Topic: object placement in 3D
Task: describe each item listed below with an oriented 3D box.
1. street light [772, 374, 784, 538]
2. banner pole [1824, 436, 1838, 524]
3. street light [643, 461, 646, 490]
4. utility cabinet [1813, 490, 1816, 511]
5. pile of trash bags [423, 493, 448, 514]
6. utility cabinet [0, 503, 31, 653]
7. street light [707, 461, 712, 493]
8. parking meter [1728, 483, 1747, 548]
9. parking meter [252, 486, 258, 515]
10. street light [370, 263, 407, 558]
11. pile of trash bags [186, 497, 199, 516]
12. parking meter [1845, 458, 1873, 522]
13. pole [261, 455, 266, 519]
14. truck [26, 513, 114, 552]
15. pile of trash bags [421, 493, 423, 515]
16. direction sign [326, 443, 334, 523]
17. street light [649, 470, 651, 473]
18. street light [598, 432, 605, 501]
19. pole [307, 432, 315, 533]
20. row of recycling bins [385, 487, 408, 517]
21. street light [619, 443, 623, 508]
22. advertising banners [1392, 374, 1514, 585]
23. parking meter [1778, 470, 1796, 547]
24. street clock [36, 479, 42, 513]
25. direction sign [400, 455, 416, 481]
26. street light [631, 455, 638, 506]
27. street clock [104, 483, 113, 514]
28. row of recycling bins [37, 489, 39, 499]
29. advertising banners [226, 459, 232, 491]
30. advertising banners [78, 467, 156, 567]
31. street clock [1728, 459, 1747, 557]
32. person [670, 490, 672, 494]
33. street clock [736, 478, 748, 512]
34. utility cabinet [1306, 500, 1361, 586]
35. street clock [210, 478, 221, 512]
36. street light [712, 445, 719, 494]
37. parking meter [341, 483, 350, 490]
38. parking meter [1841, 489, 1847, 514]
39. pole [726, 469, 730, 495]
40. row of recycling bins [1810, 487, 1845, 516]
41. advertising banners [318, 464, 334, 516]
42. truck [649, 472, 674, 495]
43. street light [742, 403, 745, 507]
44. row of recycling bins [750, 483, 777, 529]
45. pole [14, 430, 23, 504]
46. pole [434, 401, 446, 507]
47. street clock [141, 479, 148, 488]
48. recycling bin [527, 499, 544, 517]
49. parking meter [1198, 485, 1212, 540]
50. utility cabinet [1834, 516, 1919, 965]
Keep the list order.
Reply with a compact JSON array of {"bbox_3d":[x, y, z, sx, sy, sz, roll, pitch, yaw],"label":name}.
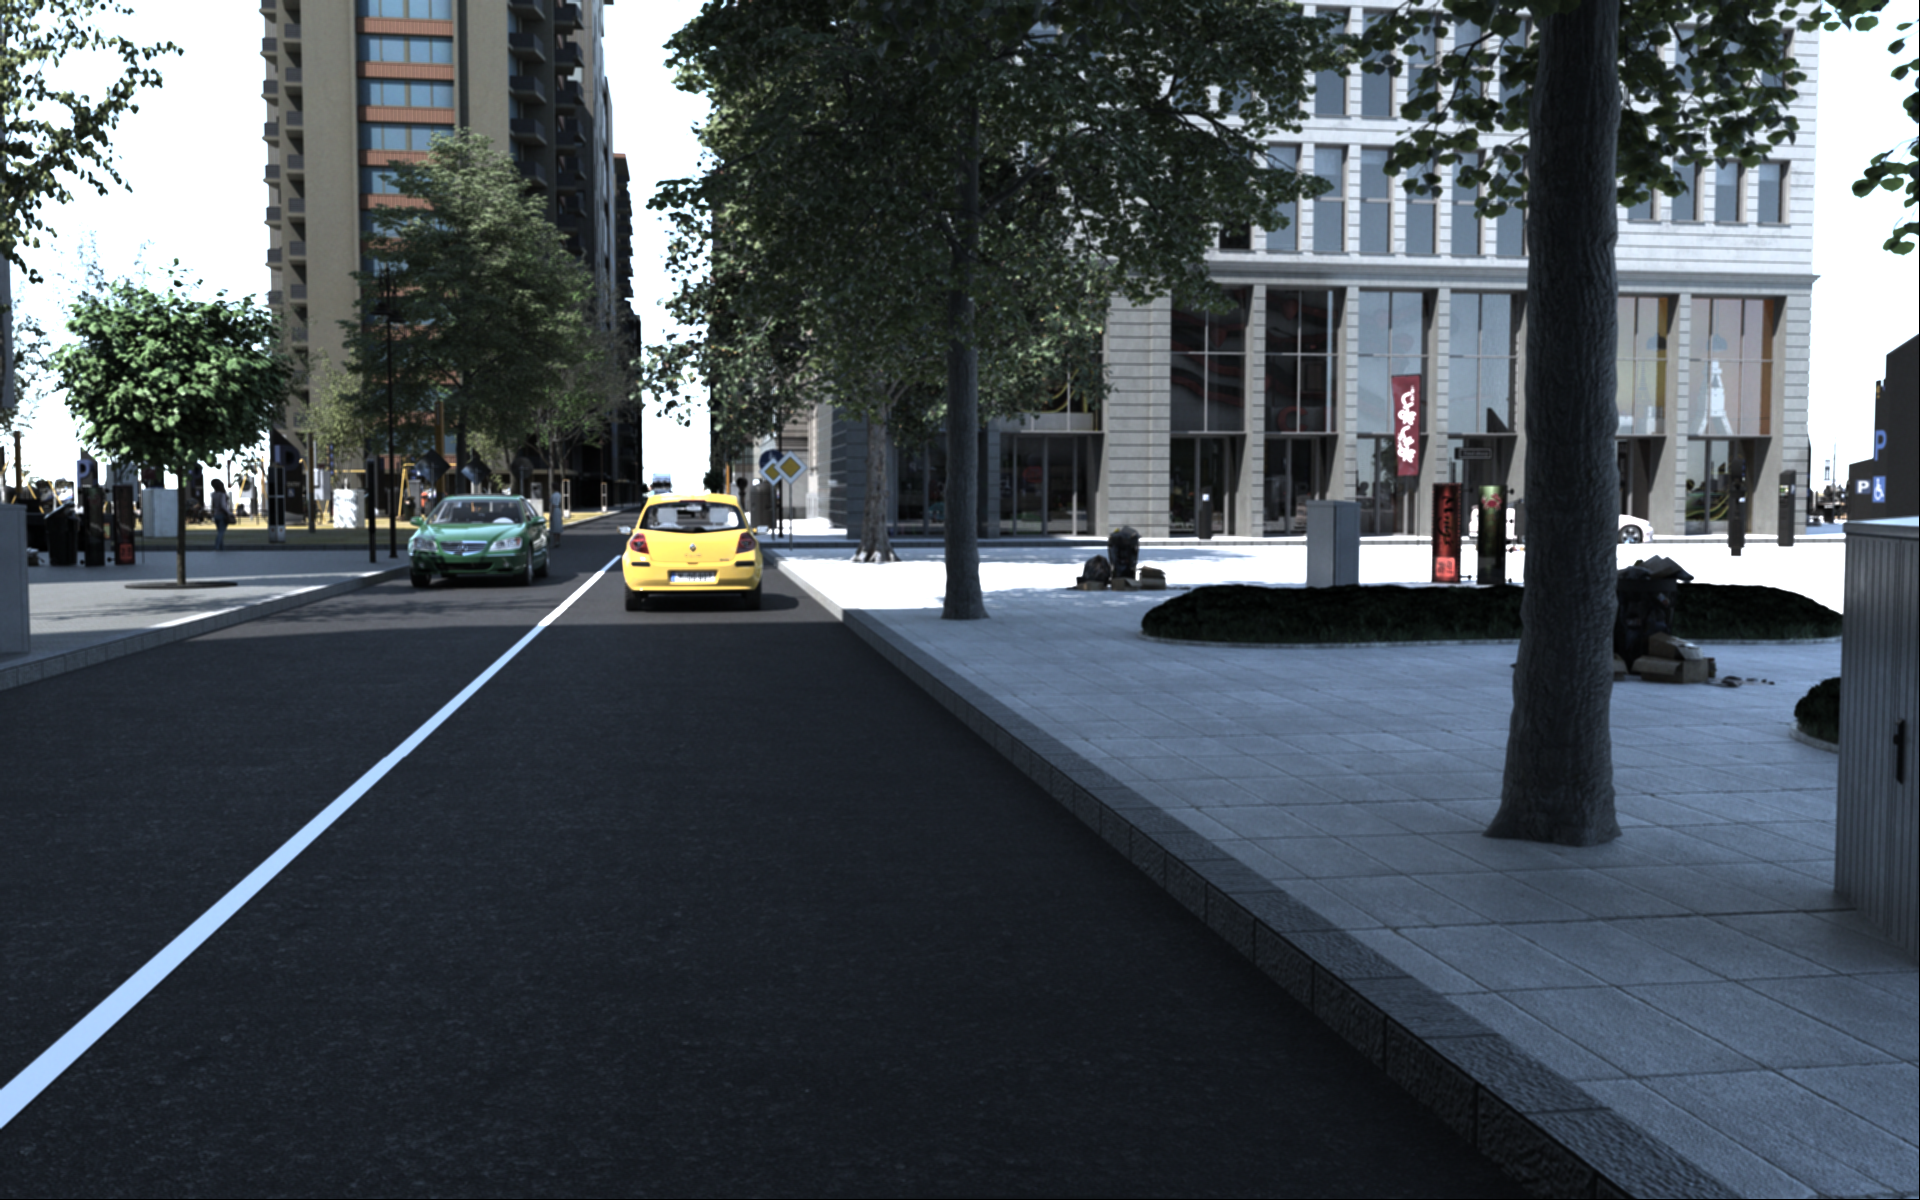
[{"bbox_3d":[-5.270,-4.770,50.782,0.468,5.910,1.993,-1,4,-9],"label":"street light"},{"bbox_3d":[38.084,-5.228,75.493,0.401,3.779,0.863,1,4,19],"label":"banner pole"},{"bbox_3d":[-43.575,-16.304,239.364,0.468,5.910,1.993,-1,4,-9],"label":"street light"},{"bbox_3d":[52.516,-5.910,105.305,0.318,1.500,1.173,-3,5,-39],"label":"utility cabinet"},{"bbox_3d":[-28.930,-5.523,100.061,1.912,1.369,3.447,1,4,22],"label":"pile of trash bags"},{"bbox_3d":[-7.954,-0.198,14.406,0.306,1.237,1.020,-2,4,-34],"label":"utility cabinet"},{"bbox_3d":[-28.085,-13.677,196.399,0.468,5.910,1.993,-1,4,-9],"label":"street light"},{"bbox_3d":[18.466,-2.003,41.162,0.372,1.533,0.369,0,3,0],"label":"parking meter"},{"bbox_3d":[-43.205,-6.136,106.034,0.399,1.863,0.255,0,4,3],"label":"parking meter"},{"bbox_3d":[-11.439,-3.792,34.792,0.468,5.910,1.993,-1,4,-9],"label":"street light"},{"bbox_3d":[-42.955,-5.161,94.130,3.447,1.369,1.912,0,4,8],"label":"pile of trash bags"},{"bbox_3d":[14.432,-1.350,27.792,0.399,1.863,0.255,1,4,15],"label":"parking meter"},{"bbox_3d":[-36.357,-5.904,90.370,0.158,3.312,0.155,0,3,0],"label":"pole"},{"bbox_3d":[-29.603,-3.068,39.924,18.799,4.110,2.967,-1,4,-10],"label":"truck"},{"bbox_3d":[-33.379,-5.987,107.644,1.912,1.369,3.447,-1,4,-22],"label":"pile of trash bags"},{"bbox_3d":[-27.829,-5.172,76.552,0.379,3.537,0.876,-3,4,-38],"label":"direction sign"},{"bbox_3d":[-49.269,-18.504,275.320,0.468,5.910,1.993,-1,4,-9],"label":"street light"},{"bbox_3d":[-25.242,-9.134,122.126,0.468,5.910,1.993,-1,4,-9],"label":"street light"},{"bbox_3d":[-21.506,-3.886,57.374,0.158,3.312,0.155,0,3,0],"label":"pole"},{"bbox_3d":[-32.462,-5.601,98.682,3.534,1.692,1.069,1,4,17],"label":"row of recycling bins"},{"bbox_3d":[-30.714,-11.281,157.238,0.468,5.910,1.993,-1,4,-9],"label":"street light"},{"bbox_3d":[7.023,-1.754,24.860,0.090,3.025,2.074,-3,4,-39],"label":"advertising banners"},{"bbox_3d":[19.998,-2.213,41.896,0.399,1.863,0.255,-3,5,-41],"label":"parking meter"},{"bbox_3d":[-45.280,-4.939,85.320,0.471,2.002,0.358,-2,4,-25],"label":"street clock"},{"bbox_3d":[-32.208,-6.676,101.148,0.876,3.537,0.379,-1,4,-11],"label":"direction sign"},{"bbox_3d":[-36.441,-13.481,193.208,0.468,5.910,1.993,-1,4,-9],"label":"street light"},{"bbox_3d":[-44.521,-5.271,90.743,0.471,2.002,0.358,0,4,1],"label":"street clock"},{"bbox_3d":[-53.524,-5.586,98.442,1.069,1.692,3.534,0,4,0],"label":"row of recycling bins"},{"bbox_3d":[-36.633,-5.490,85.952,0.090,3.025,2.074,0,4,7],"label":"advertising banners"},{"bbox_3d":[-15.239,-2.158,31.471,0.090,3.025,2.074,1,4,14],"label":"advertising banners"},{"bbox_3d":[15.939,-1.893,35.514,0.358,2.002,0.471,2,4,32],"label":"street clock"},{"bbox_3d":[-24.405,-8.391,146.217,0.617,1.759,0.750,0,4,-6],"label":"person"},{"bbox_3d":[-9.542,-4.359,75.842,0.471,2.002,0.358,2,4,34],"label":"street clock"},{"bbox_3d":[3.970,-0.445,18.438,0.306,1.237,1.020,0,4,-5],"label":"utility cabinet"},{"bbox_3d":[-33.442,-4.486,77.910,0.471,2.002,0.358,-3,4,-38],"label":"street clock"},{"bbox_3d":[-22.627,-11.529,161.284,0.468,5.910,1.993,-1,4,-9],"label":"street light"},{"bbox_3d":[-31.052,-5.002,87.487,0.255,1.863,0.399,3,5,44],"label":"parking meter"},{"bbox_3d":[47.250,-5.140,92.442,0.372,1.533,0.369,0,3,0],"label":"parking meter"},{"bbox_3d":[-14.985,-7.219,111.873,0.158,3.312,0.155,0,3,0],"label":"pole"},{"bbox_3d":[50.594,-5.715,100.553,3.534,1.692,1.069,1,4,16],"label":"row of recycling bins"},{"bbox_3d":[-36.382,-6.384,100.560,0.090,3.025,2.074,2,4,33],"label":"advertising banners"},{"bbox_3d":[-37.784,-14.118,220.588,2.967,4.110,18.799,-1,4,-8],"label":"truck"},{"bbox_3d":[-10.751,-6.924,86.001,0.468,5.910,1.993,-1,4,-9],"label":"street light"},{"bbox_3d":[-7.342,-3.523,64.714,1.069,1.692,3.534,0,4,-5],"label":"row of recycling bins"},{"bbox_3d":[-30.048,-3.758,55.294,0.158,3.312,0.155,0,3,0],"label":"pole"},{"bbox_3d":[-11.472,-2.715,38.235,0.158,3.312,0.155,0,3,0],"label":"pole"},{"bbox_3d":[-28.453,-3.442,60.849,0.471,2.002,0.358,-3,5,-44],"label":"street clock"},{"bbox_3d":[-20.887,-4.443,85.193,0.722,1.027,0.722,-1,4,-20],"label":"recycling bin"},{"bbox_3d":[6.885,-2.459,48.609,0.372,1.533,0.369,0,3,0],"label":"parking meter"},{"bbox_3d":[2.843,0.373,5.065,0.306,1.237,1.020,1,4,14],"label":"utility cabinet"}]
